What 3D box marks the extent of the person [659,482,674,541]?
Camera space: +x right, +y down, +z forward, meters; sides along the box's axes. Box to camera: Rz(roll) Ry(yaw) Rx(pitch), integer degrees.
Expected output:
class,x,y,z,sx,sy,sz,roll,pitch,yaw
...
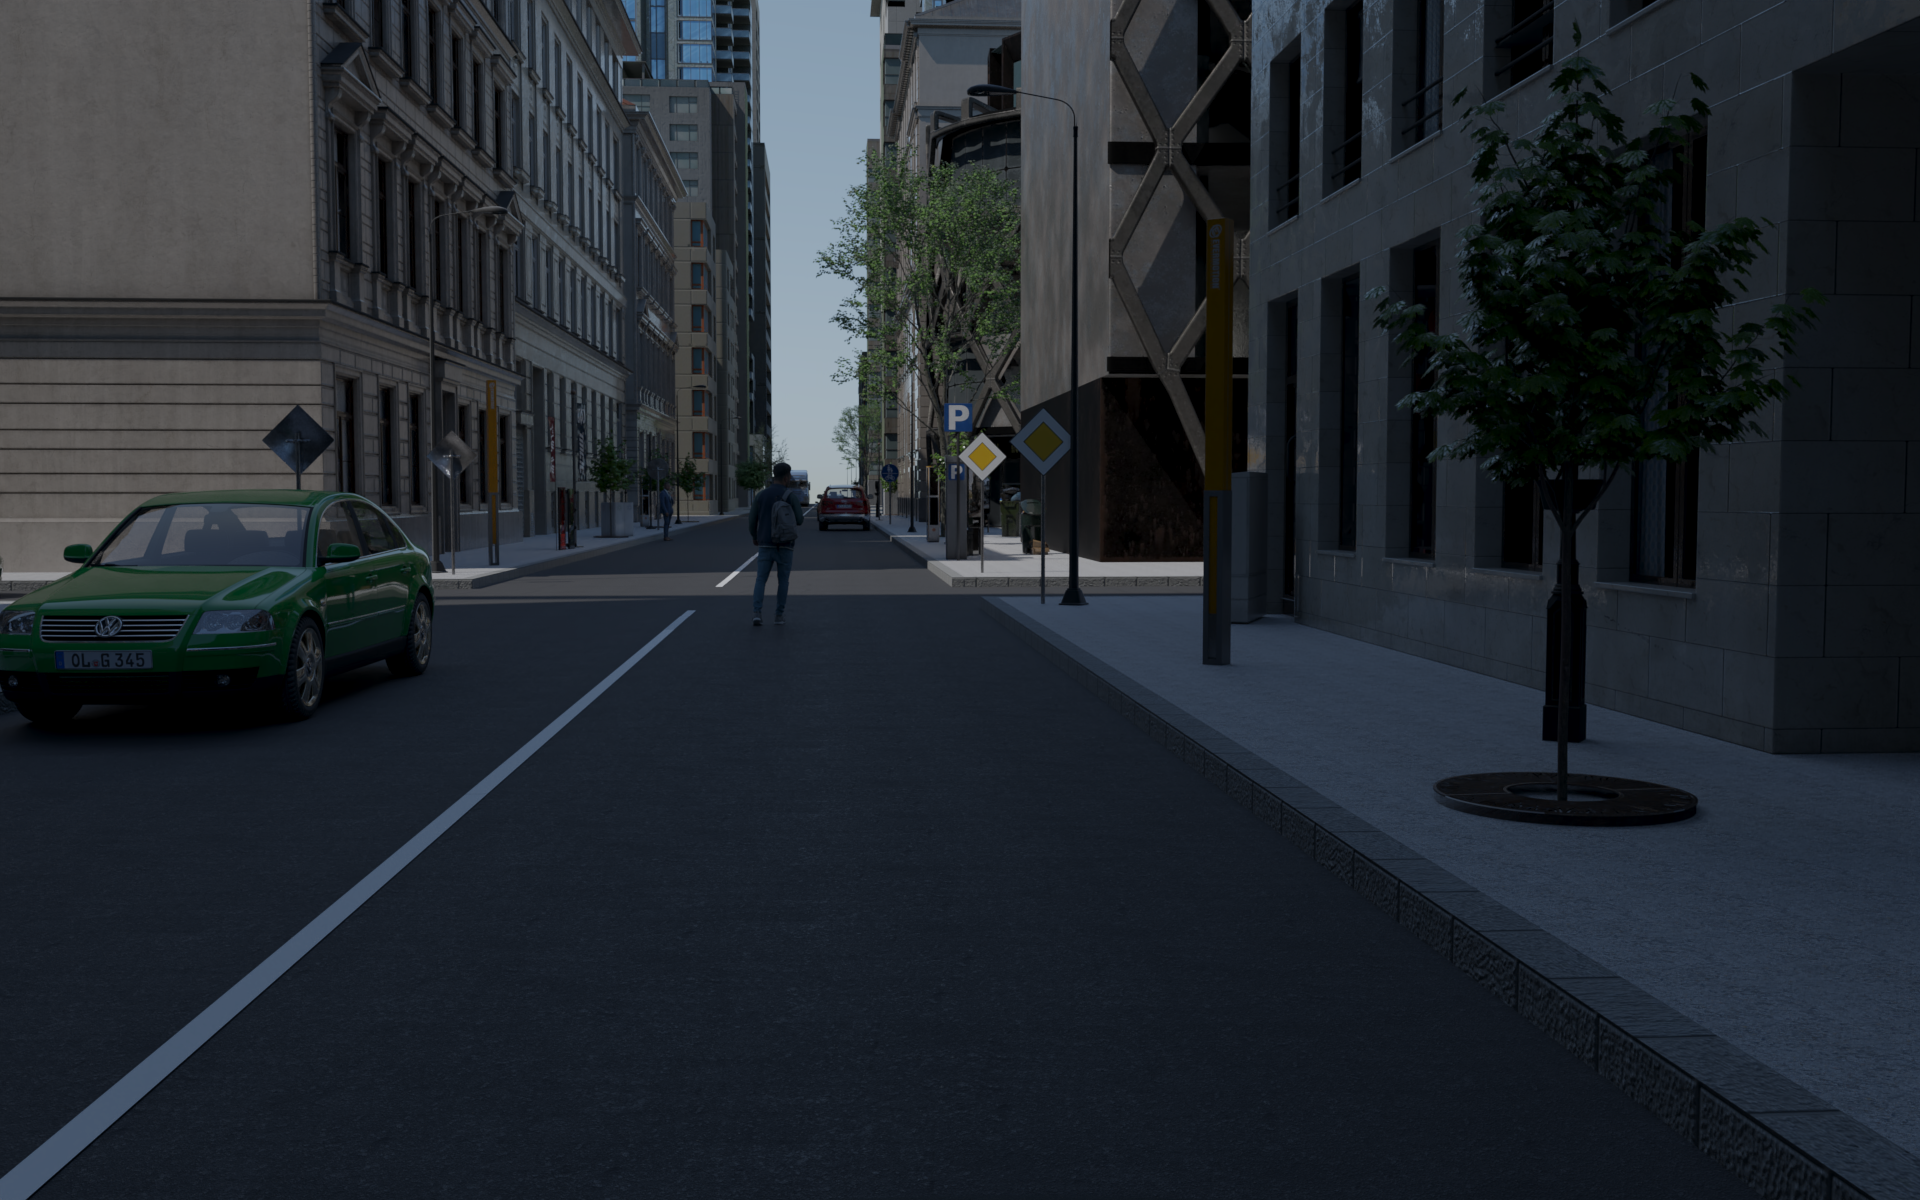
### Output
class,x,y,z,sx,sy,sz,roll,pitch,yaw
person,-9.058,-2.737,53.439,0.419,1.800,0.721,0,4,5

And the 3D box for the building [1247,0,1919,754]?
class,x,y,z,sx,sy,sz,roll,pitch,yaw
building,8.995,-9.537,10.678,10.420,20.320,16.860,0,4,-4

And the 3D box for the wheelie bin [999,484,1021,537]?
class,x,y,z,sx,sy,sz,roll,pitch,yaw
wheelie bin,1.607,-2.697,52.002,0.980,1.594,0.693,1,4,21

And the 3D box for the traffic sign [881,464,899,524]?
class,x,y,z,sx,sy,sz,roll,pitch,yaw
traffic sign,-2.945,-4.463,73.073,0.768,2.556,0.104,0,4,4

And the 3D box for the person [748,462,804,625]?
class,x,y,z,sx,sy,sz,roll,pitch,yaw
person,-2.019,-0.623,19.028,0.623,1.781,0.721,0,4,-3

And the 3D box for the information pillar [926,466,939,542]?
class,x,y,z,sx,sy,sz,roll,pitch,yaw
information pillar,-0.719,-2.538,45.996,0.304,2.012,0.304,-1,4,-12

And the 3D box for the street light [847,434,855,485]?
class,x,y,z,sx,sy,sz,roll,pitch,yaw
street light,-7.822,-9.903,134.458,1.470,5.913,1.316,0,4,-4

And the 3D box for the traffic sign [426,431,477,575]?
class,x,y,z,sx,sy,sz,roll,pitch,yaw
traffic sign,-8.062,-1.460,27.514,0.795,2.450,0.064,0,4,-4

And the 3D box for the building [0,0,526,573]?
class,x,y,z,sx,sy,sz,roll,pitch,yaw
building,-15.789,-10.528,36.754,10.561,19.102,19.286,0,4,-4

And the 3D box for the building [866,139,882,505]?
class,x,y,z,sx,sy,sz,roll,pitch,yaw
building,-3.911,-31.744,202.616,14.154,41.232,14.086,0,4,-4

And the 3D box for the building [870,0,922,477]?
class,x,y,z,sx,sy,sz,roll,pitch,yaw
building,6.208,-35.198,164.732,28.713,52.752,27.495,0,4,-4

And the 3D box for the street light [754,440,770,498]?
class,x,y,z,sx,sy,sz,roll,pitch,yaw
street light,-17.194,-10.823,149.493,1.470,5.913,1.316,0,4,-4

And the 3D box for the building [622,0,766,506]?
class,x,y,z,sx,sy,sz,roll,pitch,yaw
building,-33.597,-54.232,199.372,22.319,86.520,31.000,0,4,-4

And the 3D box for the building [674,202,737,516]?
class,x,y,z,sx,sy,sz,roll,pitch,yaw
building,-29.888,-16.587,116.243,27.650,21.520,28.899,0,4,-4

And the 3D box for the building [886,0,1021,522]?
class,x,y,z,sx,sy,sz,roll,pitch,yaw
building,2.821,-17.936,90.521,12.463,27.353,25.104,0,4,-4

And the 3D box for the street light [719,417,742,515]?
class,x,y,z,sx,sy,sz,roll,pitch,yaw
street light,-13.826,-8.057,104.265,1.470,5.913,1.316,0,4,-4

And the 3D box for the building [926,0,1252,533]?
class,x,y,z,sx,sy,sz,roll,pitch,yaw
building,6.975,-12.382,69.890,16.820,18.784,16.811,0,4,-4

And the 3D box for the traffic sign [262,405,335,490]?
class,x,y,z,sx,sy,sz,roll,pitch,yaw
traffic sign,-7.456,-0.973,19.552,0.795,2.450,0.064,0,4,-4

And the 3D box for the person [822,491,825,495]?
class,x,y,z,sx,sy,sz,roll,pitch,yaw
person,-16.176,-12.145,207.037,1.348,1.831,0.705,0,4,-1

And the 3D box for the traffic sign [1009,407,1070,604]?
class,x,y,z,sx,sy,sz,roll,pitch,yaw
traffic sign,0.965,-1.011,20.170,0.795,2.450,0.064,0,4,-4

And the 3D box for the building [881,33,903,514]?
class,x,y,z,sx,sy,sz,roll,pitch,yaw
building,1.838,-20.879,113.079,14.160,30.474,14.107,0,4,-4

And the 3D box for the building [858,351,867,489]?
class,x,y,z,sx,sy,sz,roll,pitch,yaw
building,0.847,-23.260,225.344,27.650,21.520,28.899,0,4,-4

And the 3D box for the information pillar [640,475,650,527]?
class,x,y,z,sx,sy,sz,roll,pitch,yaw
information pillar,-12.391,-3.886,68.035,0.304,2.012,0.304,-2,4,-27

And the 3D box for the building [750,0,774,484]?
class,x,y,z,sx,sy,sz,roll,pitch,yaw
building,-36.596,-49.492,247.445,20.563,71.187,20.611,0,4,-4

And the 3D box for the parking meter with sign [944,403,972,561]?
class,x,y,z,sx,sy,sz,roll,pitch,yaw
parking meter with sign,-0.054,-2.317,34.138,0.543,3.016,1.738,0,4,-1

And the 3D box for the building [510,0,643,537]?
class,x,y,z,sx,sy,sz,roll,pitch,yaw
building,-20.814,-13.929,61.027,16.112,22.955,30.059,0,4,-4

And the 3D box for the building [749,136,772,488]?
class,x,y,z,sx,sy,sz,roll,pitch,yaw
building,-35.752,-36.880,226.694,21.300,48.544,21.600,0,4,-4

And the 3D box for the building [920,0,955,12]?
class,x,y,z,sx,sy,sz,roll,pitch,yaw
building,5.745,-50.258,134.389,22.319,86.520,31.000,0,4,-4

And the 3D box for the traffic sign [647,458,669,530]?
class,x,y,z,sx,sy,sz,roll,pitch,yaw
traffic sign,-10.754,-3.765,61.667,0.768,2.556,0.104,0,4,-1

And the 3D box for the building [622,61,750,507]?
class,x,y,z,sx,sy,sz,roll,pitch,yaw
building,-27.676,-29.542,166.609,14.154,41.232,14.086,0,4,-4

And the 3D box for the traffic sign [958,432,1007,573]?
class,x,y,z,sx,sy,sz,roll,pitch,yaw
traffic sign,0.360,-1.498,28.132,0.795,2.450,0.064,0,4,-4

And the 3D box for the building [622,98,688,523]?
class,x,y,z,sx,sy,sz,roll,pitch,yaw
building,-20.252,-15.324,86.711,11.583,22.565,21.152,0,4,-4

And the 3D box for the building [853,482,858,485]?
class,x,y,z,sx,sy,sz,roll,pitch,yaw
building,0.643,-34.211,251.230,32.217,40.220,23.993,0,4,-4

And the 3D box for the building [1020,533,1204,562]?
class,x,y,z,sx,sy,sz,roll,pitch,yaw
building,10.569,-10.410,37.657,16.811,18.784,16.820,0,4,-4
